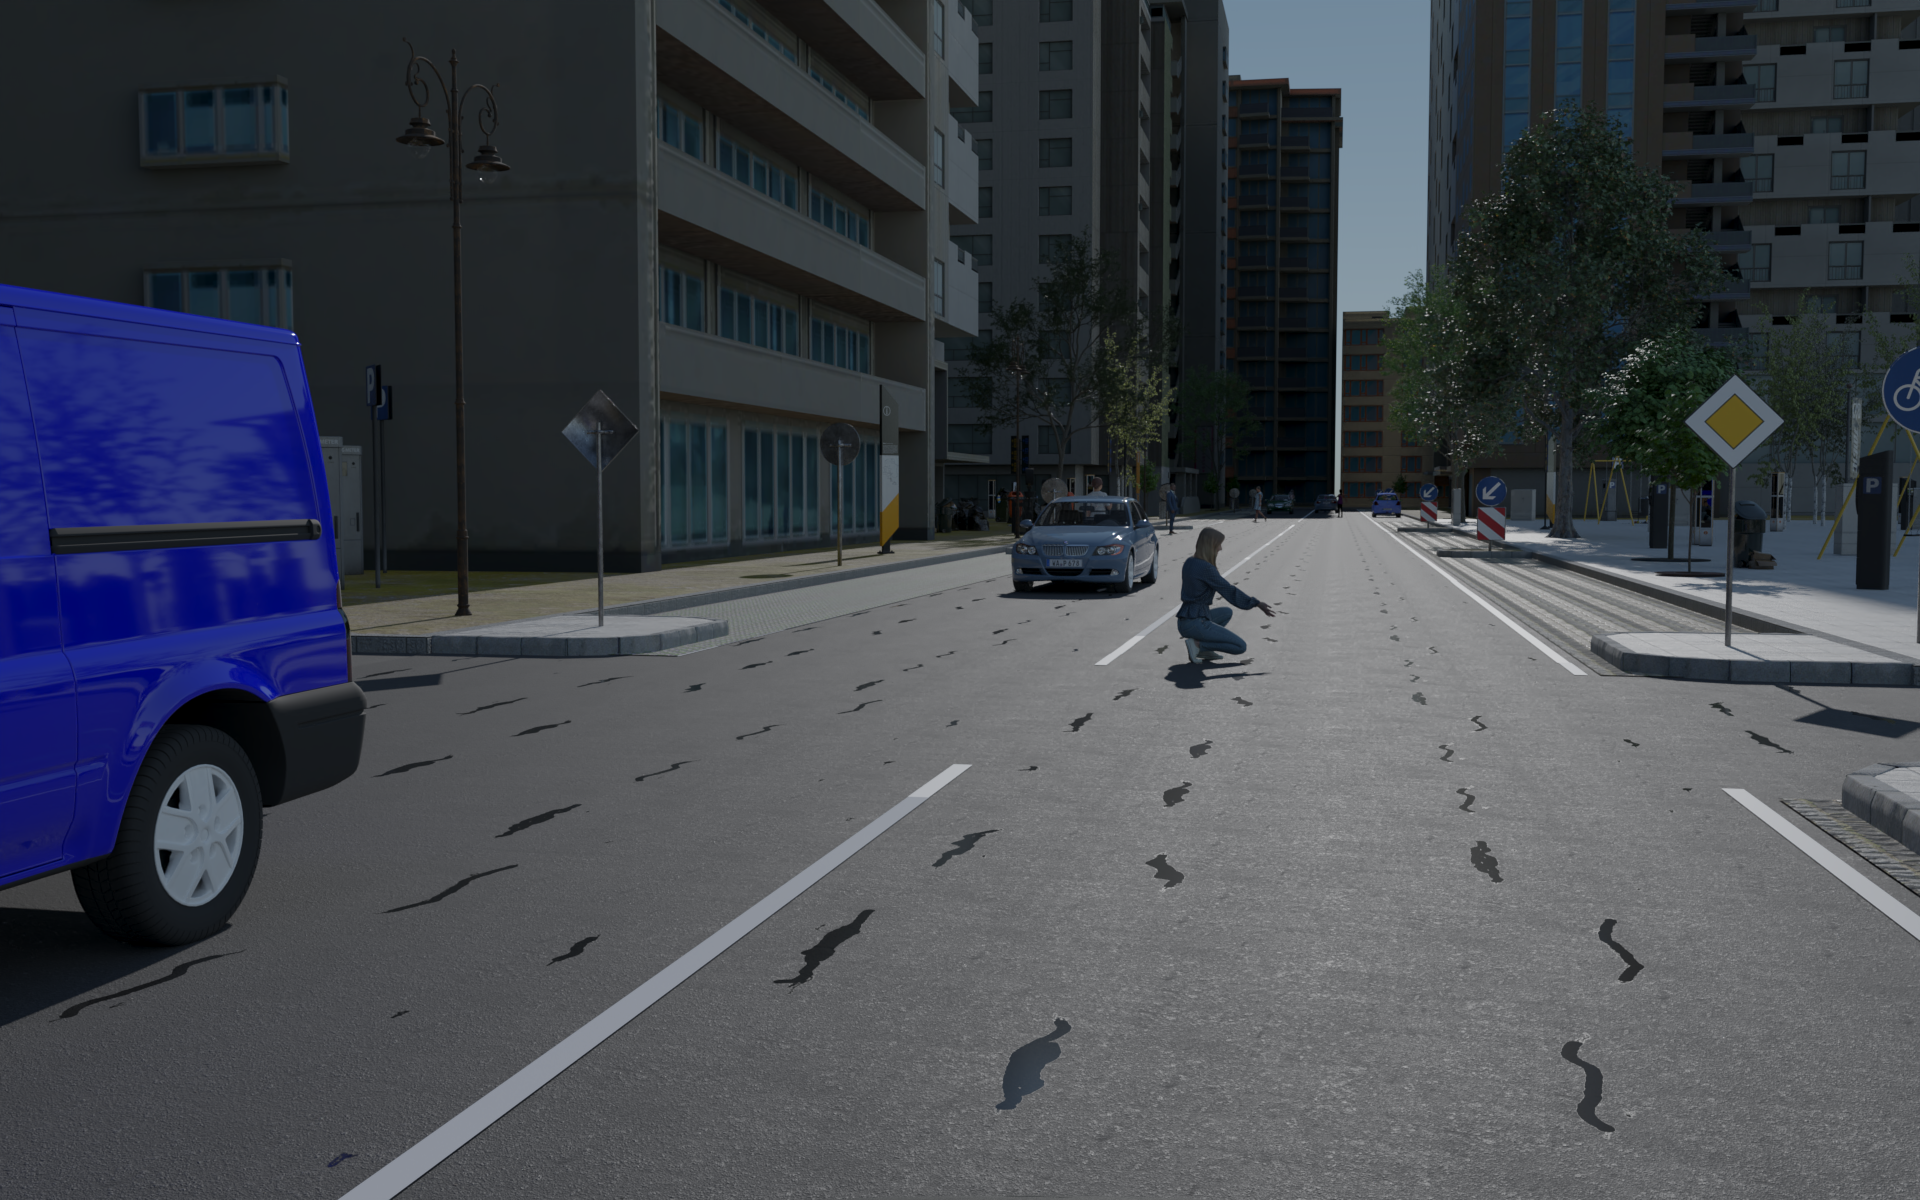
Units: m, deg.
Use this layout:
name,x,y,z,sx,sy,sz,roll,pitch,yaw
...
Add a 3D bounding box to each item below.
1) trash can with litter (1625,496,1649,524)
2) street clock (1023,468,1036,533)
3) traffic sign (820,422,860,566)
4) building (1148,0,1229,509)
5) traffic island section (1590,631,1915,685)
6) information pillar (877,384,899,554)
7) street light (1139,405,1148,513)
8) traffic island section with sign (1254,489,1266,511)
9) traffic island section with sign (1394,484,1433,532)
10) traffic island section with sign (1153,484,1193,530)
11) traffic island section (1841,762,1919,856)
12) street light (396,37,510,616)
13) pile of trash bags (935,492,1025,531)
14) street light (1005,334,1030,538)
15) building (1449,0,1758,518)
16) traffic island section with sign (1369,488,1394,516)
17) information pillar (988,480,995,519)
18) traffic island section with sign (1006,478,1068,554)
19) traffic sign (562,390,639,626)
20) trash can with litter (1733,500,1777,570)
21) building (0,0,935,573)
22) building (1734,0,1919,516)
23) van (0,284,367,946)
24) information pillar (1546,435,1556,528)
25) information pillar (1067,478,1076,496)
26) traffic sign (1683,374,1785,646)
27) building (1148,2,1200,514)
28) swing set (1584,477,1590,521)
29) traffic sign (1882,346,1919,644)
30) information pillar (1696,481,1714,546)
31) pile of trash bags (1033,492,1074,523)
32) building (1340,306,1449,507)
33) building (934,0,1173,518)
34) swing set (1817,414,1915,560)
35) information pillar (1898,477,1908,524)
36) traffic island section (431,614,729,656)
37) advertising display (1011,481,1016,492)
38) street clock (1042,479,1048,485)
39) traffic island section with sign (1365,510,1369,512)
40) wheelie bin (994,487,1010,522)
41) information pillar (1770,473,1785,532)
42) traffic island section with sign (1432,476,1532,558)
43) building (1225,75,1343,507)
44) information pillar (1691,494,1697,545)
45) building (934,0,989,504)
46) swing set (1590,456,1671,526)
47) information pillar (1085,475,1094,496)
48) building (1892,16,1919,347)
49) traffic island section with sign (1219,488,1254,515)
name,x,y,z,sx,sy,sz,roll,pitch,yaw
trash can with litter,29.885,-3.890,74.660,2.233,1.210,1.678,3,4,37
street clock,1.963,-2.720,49.035,0.358,2.002,0.471,0,4,1
traffic sign,-2.149,-1.880,30.848,0.768,2.556,0.104,1,4,17
building,12.827,-32.569,156.199,21.600,48.544,21.300,1,4,12
traffic island section,6.504,0.468,14.632,2.009,0.180,2.903,1,4,12
information pillar,-1.532,-2.803,37.182,0.504,3.616,0.183,-3,5,-44
street light,8.732,-6.666,81.782,0.468,5.910,1.993,1,4,12
traffic island section with sign,24.247,-8.209,142.840,1.989,1.847,2.006,1,4,12
traffic island section with sign,17.649,-3.495,65.771,1.989,1.847,2.006,1,4,12
traffic island section with sign,8.388,-3.750,69.934,1.989,1.847,2.006,1,4,12
traffic island section,4.807,0.945,6.829,2.009,0.180,2.903,1,4,12
street light,-5.254,-2.774,18.149,0.468,5.910,1.993,1,4,12
pile of trash bags,0.550,-3.120,60.762,3.447,1.369,1.912,-1,4,-8
street light,1.667,-4.721,49.981,0.468,5.910,1.993,1,4,12
building,35.686,-27.384,97.845,14.600,45.320,14.200,1,4,12
traffic island section with sign,28.145,-6.449,114.069,1.989,1.847,2.006,1,4,12
information pillar,1.666,-5.277,90.771,0.304,2.012,0.304,1,4,17
traffic island section with sign,2.247,-2.020,41.654,1.989,1.847,2.006,1,4,12
traffic sign,-3.479,-0.801,16.738,0.795,2.450,0.064,1,4,12
trash can with litter,13.736,-1.128,29.825,0.624,1.170,1.055,0,4,-4
building,-13.346,-25.406,39.097,21.300,48.544,21.600,1,4,12
building,46.761,-32.249,116.512,28.713,52.752,27.495,1,4,12
van,-3.647,0.018,4.086,2.240,2.365,5.245,1,4,11
information pillar,22.347,-4.532,65.445,0.183,3.616,0.504,-1,4,-12
information pillar,5.100,-4.592,79.578,0.304,2.012,0.304,-2,4,-29
traffic sign,6.479,-0.668,14.560,0.795,2.450,0.064,1,4,12
building,-0.069,-26.130,119.114,32.217,40.220,23.993,1,4,12
swing set,30.516,-5.036,79.959,3.119,2.851,2.862,0,4,7
traffic sign,8.264,-0.899,14.804,0.768,2.556,0.104,1,4,15
information pillar,18.333,-2.325,42.512,0.304,2.012,0.304,2,4,26
pile of trash bags,3.627,-3.978,74.788,1.912,1.369,3.447,-3,5,-44
building,54.768,-20.578,181.495,28.899,21.520,27.650,1,4,12
building,4.375,-20.018,98.991,14.160,30.474,14.107,1,4,12
swing set,18.876,-2.198,33.560,3.119,2.851,2.862,-2,4,-34
information pillar,40.227,-4.241,73.831,0.304,2.012,0.304,0,4,2
traffic island section,-3.503,0.335,16.805,2.009,0.180,2.903,1,4,12
advertising display,2.778,-5.089,88.411,0.123,1.923,0.974,1,4,14
street clock,4.072,-4.785,82.798,0.358,2.002,0.471,1,4,20
traffic island section with sign,33.934,-8.079,140.726,1.989,1.847,2.006,1,4,12
wheelie bin,1.960,-4.349,79.013,0.693,1.594,0.980,1,4,12
information pillar,27.884,-3.340,59.096,0.304,2.012,0.304,-2,4,-24
traffic island section with sign,11.911,-1.884,39.431,1.989,1.847,2.006,1,4,12
building,25.830,-32.418,184.660,28.867,44.769,22.147,1,4,12
information pillar,18.559,-2.382,43.434,0.304,2.012,0.304,1,4,9
building,-14.511,-29.555,72.464,28.713,52.752,27.495,1,4,12
swing set,28.348,-4.527,71.637,3.119,2.851,2.862,-1,4,-8
information pillar,4.937,-3.771,66.147,0.304,2.012,0.304,-1,4,-11
building,79.224,-28.198,144.627,14.086,41.232,14.154,1,4,12
traffic island section with sign,18.516,-6.598,116.499,1.989,1.847,2.006,1,4,12
